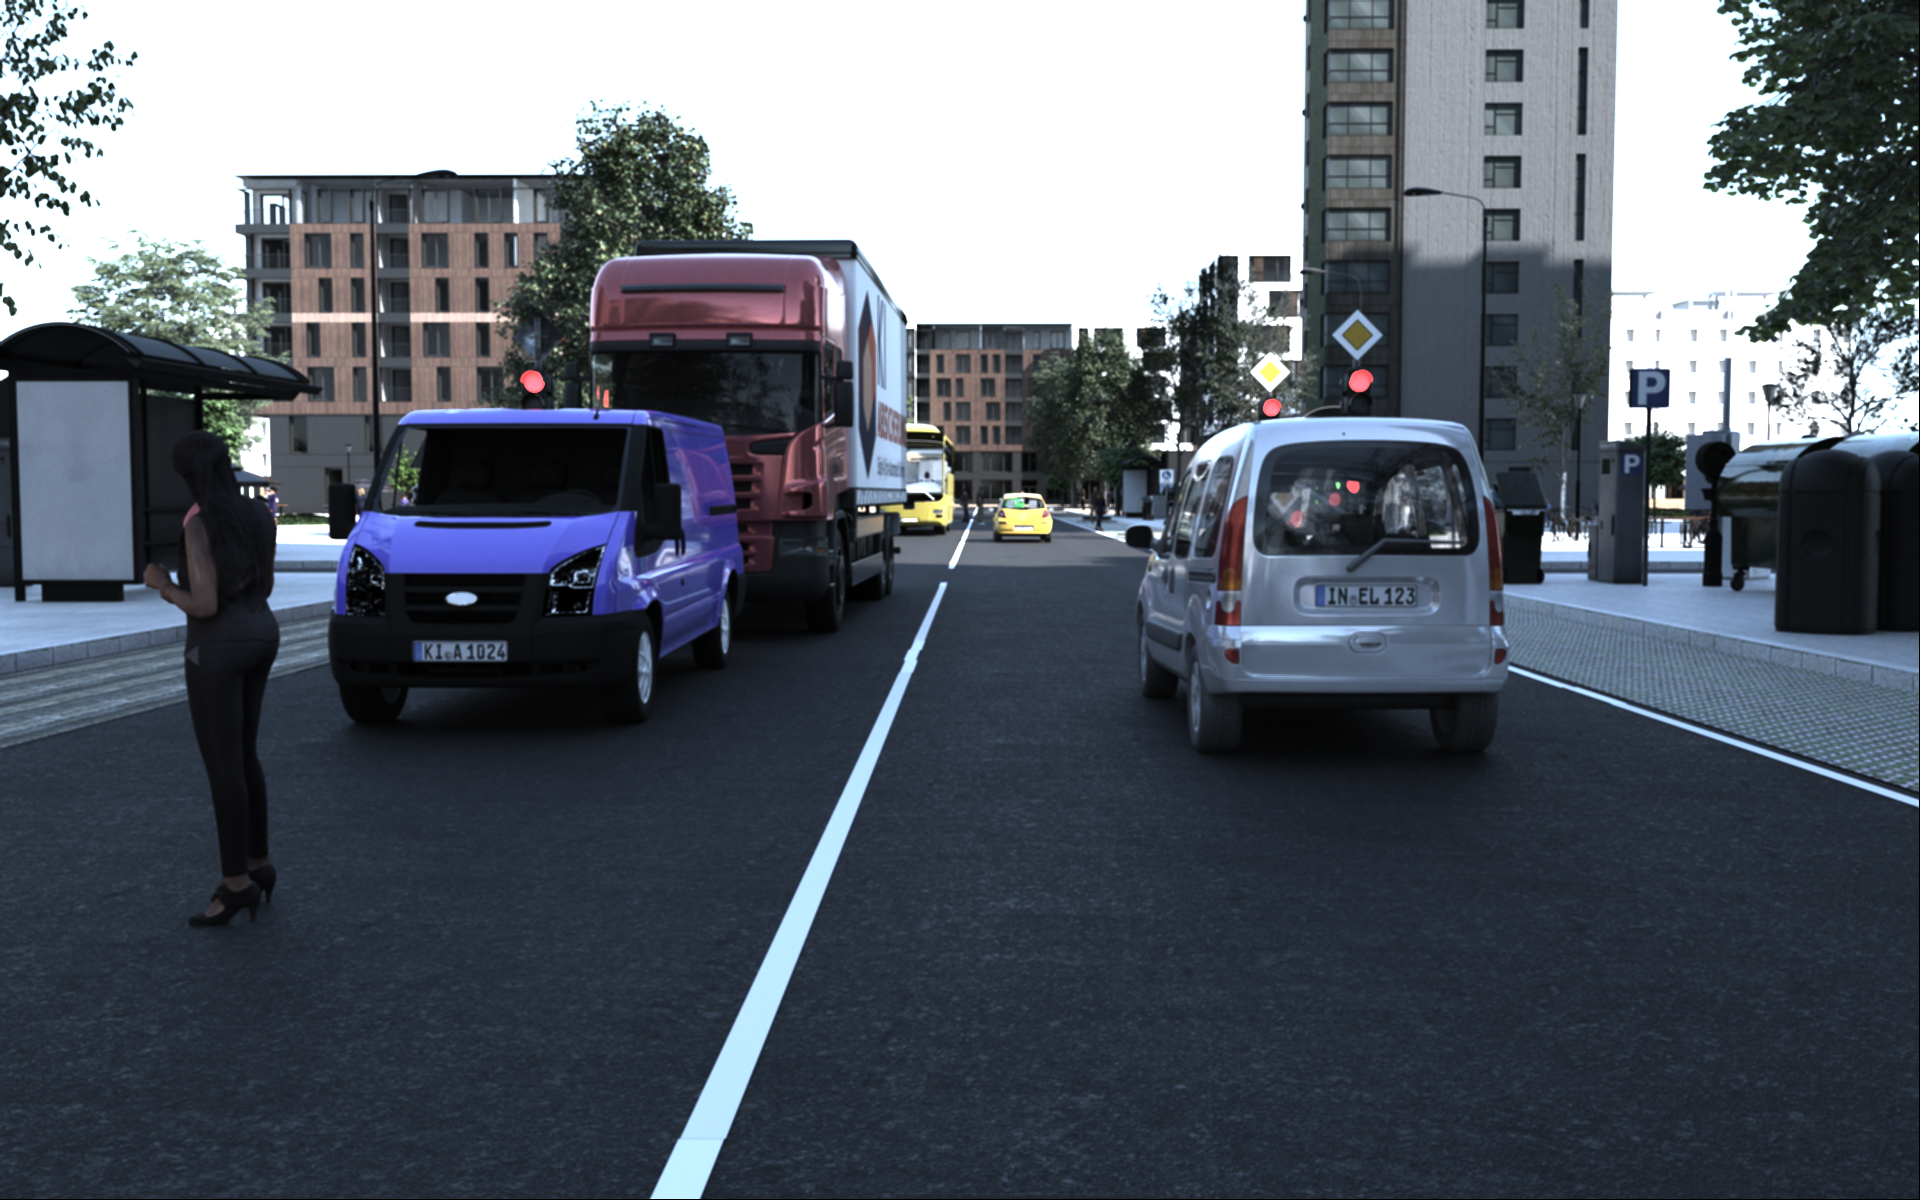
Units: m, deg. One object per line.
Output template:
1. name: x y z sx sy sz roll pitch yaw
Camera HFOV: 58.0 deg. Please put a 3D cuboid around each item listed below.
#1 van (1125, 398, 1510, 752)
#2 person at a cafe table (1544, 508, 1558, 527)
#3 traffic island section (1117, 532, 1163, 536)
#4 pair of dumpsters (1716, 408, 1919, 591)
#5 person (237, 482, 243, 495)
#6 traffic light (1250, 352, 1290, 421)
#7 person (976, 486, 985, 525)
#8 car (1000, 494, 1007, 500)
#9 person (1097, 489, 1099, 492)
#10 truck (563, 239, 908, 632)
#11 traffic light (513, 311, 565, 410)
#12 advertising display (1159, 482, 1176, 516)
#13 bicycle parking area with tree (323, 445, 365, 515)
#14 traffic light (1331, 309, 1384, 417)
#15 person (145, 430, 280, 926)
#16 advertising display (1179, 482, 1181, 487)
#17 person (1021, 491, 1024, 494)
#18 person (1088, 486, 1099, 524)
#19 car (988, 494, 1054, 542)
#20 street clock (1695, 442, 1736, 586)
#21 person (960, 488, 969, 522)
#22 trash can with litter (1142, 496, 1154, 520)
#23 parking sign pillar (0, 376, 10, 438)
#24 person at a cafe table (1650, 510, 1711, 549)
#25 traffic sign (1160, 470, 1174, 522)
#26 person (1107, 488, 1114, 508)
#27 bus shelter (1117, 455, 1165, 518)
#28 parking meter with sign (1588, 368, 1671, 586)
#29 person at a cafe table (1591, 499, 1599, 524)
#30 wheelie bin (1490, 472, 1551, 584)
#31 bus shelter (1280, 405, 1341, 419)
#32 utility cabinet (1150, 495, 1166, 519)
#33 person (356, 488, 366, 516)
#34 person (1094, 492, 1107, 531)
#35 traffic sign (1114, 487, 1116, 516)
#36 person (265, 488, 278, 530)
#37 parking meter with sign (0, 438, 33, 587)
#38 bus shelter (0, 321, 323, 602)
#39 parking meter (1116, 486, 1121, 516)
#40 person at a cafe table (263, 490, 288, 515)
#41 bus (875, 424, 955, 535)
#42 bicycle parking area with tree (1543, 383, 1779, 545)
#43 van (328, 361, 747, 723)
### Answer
1. van: 2.110 -0.243 10.981 2.013 2.044 4.112 0 4 0
2. person at a cafe table: 22.135 -3.617 67.645 1.698 1.524 1.622 -1 4 -20
3. traffic island section: 6.493 -2.291 60.328 1.991 0.108 1.994 0 4 1
4. pair of dumpsters: 10.810 -1.124 20.866 1.574 2.255 4.437 0 4 1
5. person: -14.256 -1.559 33.997 0.523 1.526 0.387 0 4 -1
6. traffic light: 6.114 -2.782 34.407 0.839 4.253 0.868 0 4 1
7. person: 0.986 -4.452 81.420 0.434 1.807 0.598 0 4 -1
8. car: 4.103 -7.757 135.621 1.959 1.807 4.718 0 4 0
9. person: 14.493 -10.769 182.106 0.705 1.826 1.348 2 4 29
10. truck: -2.265 -1.988 21.411 2.839 4.237 11.283 0 4 2
11. traffic light: -6.433 -2.303 26.573 0.839 4.253 0.868 0 4 1
12. advertising display: 11.885 -5.790 99.885 0.974 1.923 0.123 -1 4 -11
13. bicycle parking area with tree: -33.283 -7.034 102.000 8.231 4.147 9.016 -1 4 -18
14. traffic light: 6.007 -2.294 26.423 0.839 4.253 0.868 0 4 1
15. person: -2.526 0.251 5.872 0.415 1.643 0.593 -2 4 -31
16. advertising display: 12.632 -5.802 100.073 0.123 1.923 0.974 1 4 17
17. person: 5.346 -8.559 149.247 0.445 1.727 0.742 -1 4 -10
18. person: 6.431 -4.539 82.848 0.598 1.807 0.434 3 4 38
19. car: 1.880 -2.610 52.896 2.015 1.641 3.980 0 3 0
20. street clock: 10.482 -1.193 24.072 0.471 2.002 0.358 0 4 -4
21. person: 0.212 -4.884 89.174 0.431 1.722 0.655 1 4 19
22. trash can with litter: 9.371 -4.543 85.664 0.624 1.170 1.055 -1 4 -12
23. parking sign pillar: -20.157 -2.912 36.088 1.447 3.967 1.447 3 5 43
24. person at a cafe table: 17.605 -1.847 41.064 1.698 1.238 1.726 -3 4 -39
25. traffic sign: 8.494 -4.229 71.276 0.606 2.300 0.079 0 4 4
26. person: 13.798 -9.117 155.098 1.348 1.826 0.705 0 4 -1
27. bus shelter: 9.599 -6.013 92.232 2.014 3.302 5.546 0 4 1
28. parking meter with sign: 9.551 -1.755 24.948 0.543 3.016 1.738 0 4 -2
29. person at a cafe table: 26.248 -3.587 69.506 1.726 1.238 1.698 0 4 3
30. wheelie bin: 7.960 -1.040 24.915 0.980 1.594 0.693 0 4 -8
31. bus shelter: 8.576 -2.962 42.354 2.014 3.302 5.546 0 4 1
32. utility cabinet: 10.184 -4.758 88.959 1.020 1.237 0.306 -3 4 -38
33. person: -21.243 -3.234 61.460 0.480 1.512 0.613 -1 4 -12
34. person: 5.420 -3.426 67.052 0.480 1.512 0.613 1 4 14
35. traffic sign: 9.040 -6.165 100.895 0.768 2.556 0.104 0 4 7
36. person: -24.270 -3.208 60.861 0.453 1.535 0.546 2 4 35
37. parking meter with sign: -13.334 -1.697 24.014 1.738 3.016 0.543 0 3 0
38. bus shelter: -10.522 -1.785 23.103 2.014 3.302 5.546 0 4 1
39. parking meter: 9.336 -5.894 102.073 0.255 1.863 0.399 0 4 7
40. person at a cafe table: -35.658 -4.957 89.566 1.698 1.524 1.622 -2 4 -25
41. bus: -1.609 -4.462 64.496 2.896 3.916 12.252 0 4 1
42. bicycle parking area with tree: 19.378 -3.674 47.067 9.016 4.147 8.231 -2 4 -30
43. van: -2.866 -0.503 12.613 2.240 2.365 5.245 0 4 1
